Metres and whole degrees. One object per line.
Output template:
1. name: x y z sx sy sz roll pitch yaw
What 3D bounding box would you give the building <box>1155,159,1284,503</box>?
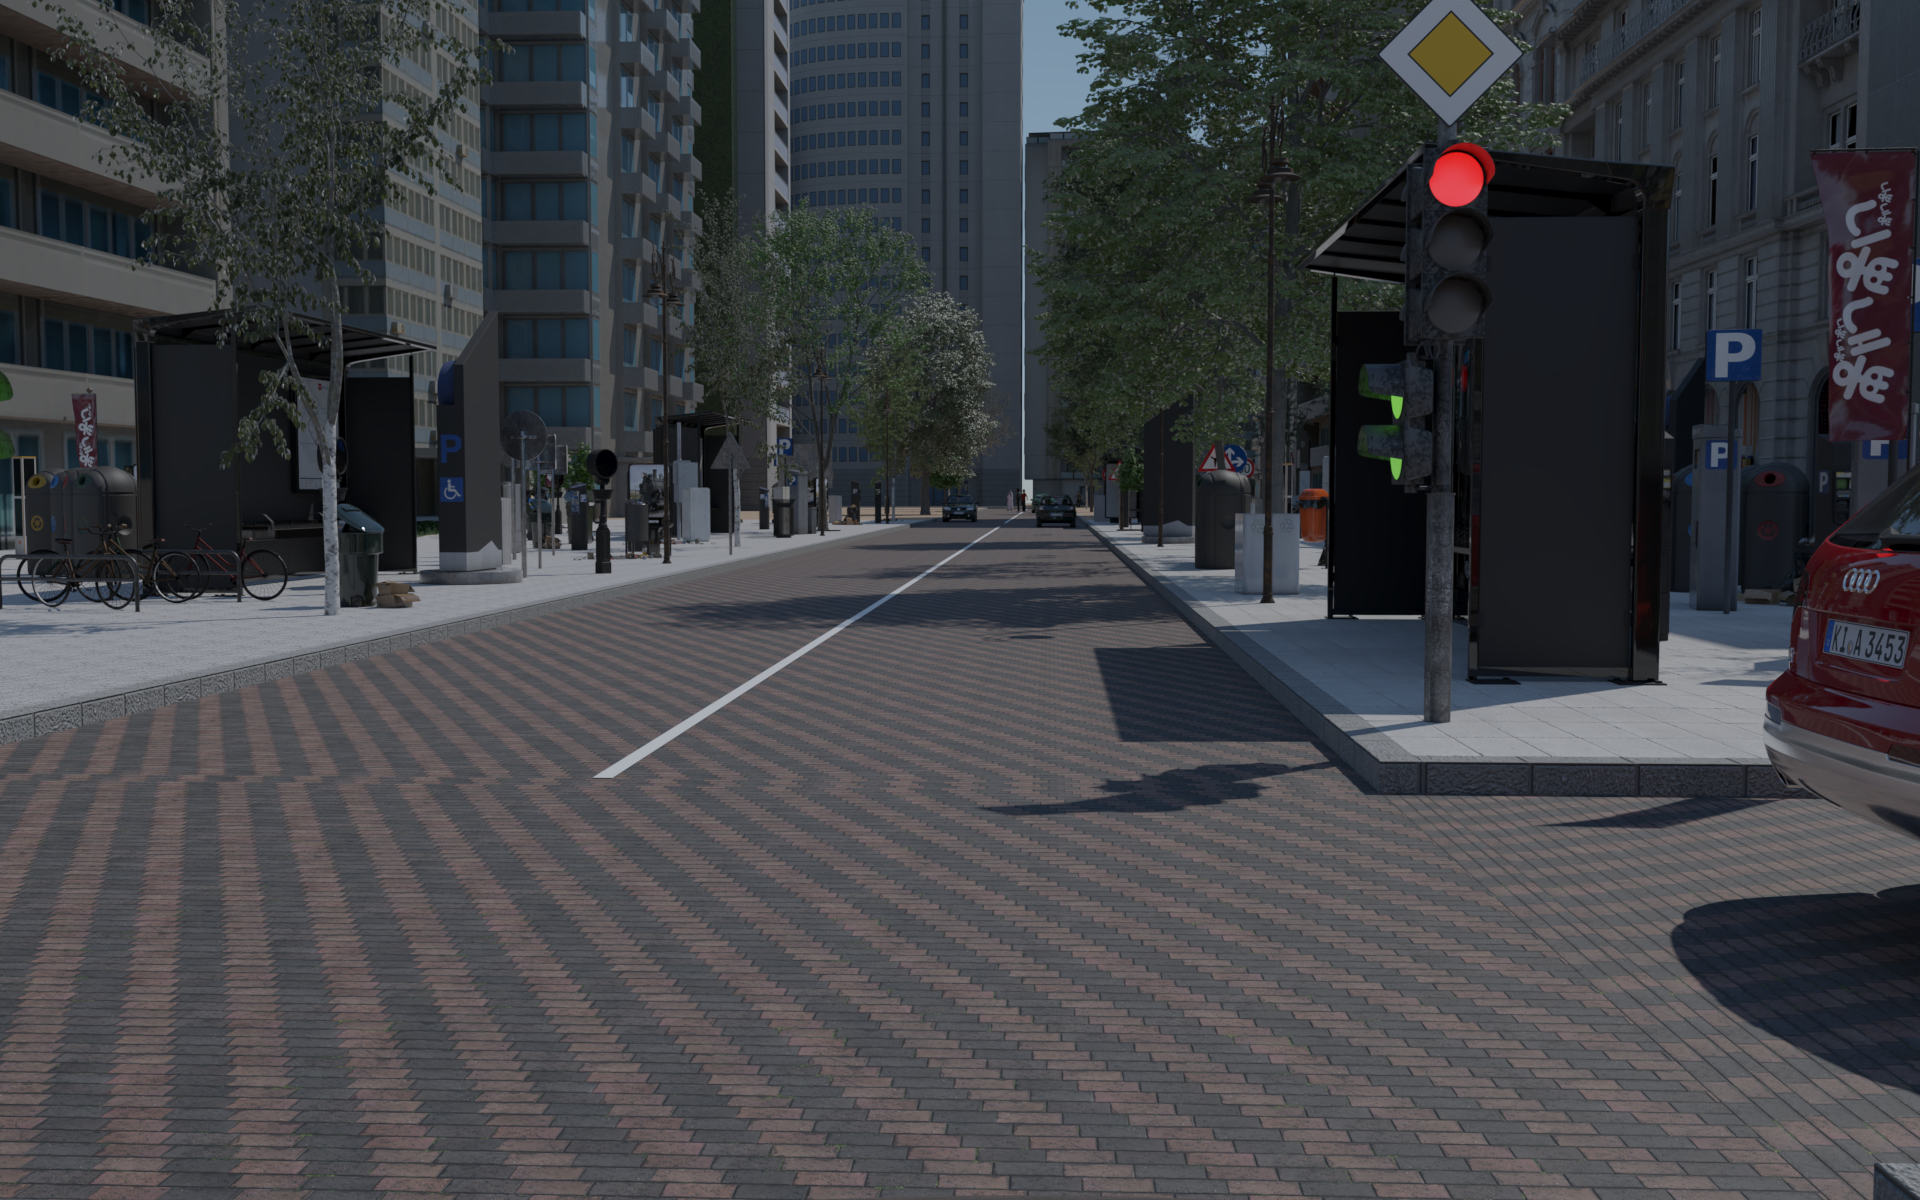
1. building: 33.433 -30.851 196.288 23.993 40.220 32.217 0 4 3

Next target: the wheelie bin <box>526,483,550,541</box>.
1. wheelie bin: -11.734 -2.458 48.094 0.693 1.594 0.980 -1 4 -13

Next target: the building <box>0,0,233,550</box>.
1. building: -31.607 -25.319 37.667 21.300 48.544 21.600 0 4 3

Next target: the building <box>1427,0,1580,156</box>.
1. building: 27.800 -17.378 71.517 14.401 28.519 23.554 0 4 3

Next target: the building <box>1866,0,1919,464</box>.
1. building: 33.358 -12.779 28.008 30.058 24.678 14.314 0 4 3

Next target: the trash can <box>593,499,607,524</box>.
1. trash can: -15.526 -3.854 74.661 0.748 1.137 0.748 0 3 0

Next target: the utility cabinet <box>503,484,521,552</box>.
1. utility cabinet: -9.866 -1.801 38.127 0.318 1.500 1.173 -1 4 -18

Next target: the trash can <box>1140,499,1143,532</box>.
1. trash can: 6.093 -2.673 55.363 0.748 1.137 0.748 0 3 0

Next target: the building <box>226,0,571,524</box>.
1. building: -33.290 -23.104 69.627 32.217 40.220 23.993 0 4 3

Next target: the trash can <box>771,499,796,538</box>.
1. trash can: -5.171 -2.392 50.762 0.748 1.137 0.748 0 3 0

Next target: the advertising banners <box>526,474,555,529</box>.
1. advertising banners: -15.557 -4.074 62.805 2.074 3.025 0.090 -1 4 -18

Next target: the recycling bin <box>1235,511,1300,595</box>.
1. recycling bin: 3.962 -0.600 22.369 0.722 1.027 0.722 0 4 0

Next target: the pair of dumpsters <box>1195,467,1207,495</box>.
1. pair of dumpsters: 8.633 -3.746 63.744 1.574 2.255 4.437 0 4 3

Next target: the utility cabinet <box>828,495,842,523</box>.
1. utility cabinet: -5.553 -4.036 77.151 0.306 1.237 1.020 -2 4 -23

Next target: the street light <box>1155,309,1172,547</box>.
1. street light: 4.855 -4.220 41.778 0.468 5.910 1.993 0 4 3

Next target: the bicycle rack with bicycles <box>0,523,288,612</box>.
1. bicycle rack with bicycles: -9.732 -0.407 20.034 2.925 0.926 2.852 1 4 14

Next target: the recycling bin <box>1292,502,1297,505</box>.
1. recycling bin: 10.345 -2.560 54.403 0.722 1.027 0.722 3 5 44

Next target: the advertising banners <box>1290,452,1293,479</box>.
1. advertising banners: 13.692 -4.663 72.432 0.090 3.025 2.074 0 4 -1

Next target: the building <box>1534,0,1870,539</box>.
1. building: 25.870 -12.613 48.028 13.314 21.916 24.055 0 4 3

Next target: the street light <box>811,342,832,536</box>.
1. street light: -4.218 -4.901 52.918 0.468 5.910 1.993 0 4 3

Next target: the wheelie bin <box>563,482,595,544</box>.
1. wheelie bin: -9.848 -2.255 44.776 0.693 1.594 0.980 0 4 2

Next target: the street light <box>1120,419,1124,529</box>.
1. street light: 5.914 -5.528 63.169 0.468 5.910 1.993 0 4 3

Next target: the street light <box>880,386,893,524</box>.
1. street light: -3.108 -6.195 74.077 0.468 5.910 1.993 0 4 3

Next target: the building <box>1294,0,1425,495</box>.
1. building: 32.420 -29.340 103.412 21.300 48.544 21.600 0 4 3

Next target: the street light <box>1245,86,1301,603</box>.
1. street light: 3.621 -2.901 20.218 0.468 5.910 1.993 0 4 3

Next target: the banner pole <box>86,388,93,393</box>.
1. banner pole: -20.450 -3.096 40.631 0.401 3.779 0.863 0 4 -8

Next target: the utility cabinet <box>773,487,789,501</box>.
1. utility cabinet: -5.403 -2.669 52.316 0.318 1.500 1.173 0 4 4

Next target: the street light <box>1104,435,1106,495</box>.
1. street light: 7.052 -6.822 84.327 0.468 5.910 1.993 0 4 3

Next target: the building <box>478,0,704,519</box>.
1. building: -27.806 -29.477 101.559 23.786 49.044 30.456 0 4 3

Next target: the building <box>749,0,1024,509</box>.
1. building: -7.106 -39.753 191.966 28.212 58.520 21.231 0 4 3

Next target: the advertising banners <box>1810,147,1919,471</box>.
1. advertising banners: 5.348 -0.770 8.771 2.074 3.025 0.090 0 4 7

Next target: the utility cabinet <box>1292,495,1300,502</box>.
1. utility cabinet: 15.236 -4.106 78.294 1.020 1.237 0.306 0 4 1

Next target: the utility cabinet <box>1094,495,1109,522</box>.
1. utility cabinet: 6.689 -4.211 80.009 1.020 1.237 0.306 2 4 35

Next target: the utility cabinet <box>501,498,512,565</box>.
1. utility cabinet: -8.660 -1.246 31.526 1.020 1.237 0.306 2 4 23

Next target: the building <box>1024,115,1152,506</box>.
1. building: 14.001 -30.928 189.270 14.086 41.232 14.154 0 4 3

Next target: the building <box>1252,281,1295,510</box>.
1. building: 37.670 -17.450 130.342 27.650 21.520 28.899 0 4 3

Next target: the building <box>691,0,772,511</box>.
1. building: -28.036 -36.400 137.133 28.212 58.520 21.231 0 4 3

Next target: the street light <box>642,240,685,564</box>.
1. street light: -5.406 -3.607 31.762 0.468 5.910 1.993 0 4 3

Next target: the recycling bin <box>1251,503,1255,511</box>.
1. recycling bin: 7.918 -2.256 49.433 0.722 1.027 0.722 -2 4 -29

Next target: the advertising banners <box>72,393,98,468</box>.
1. advertising banners: -14.495 -2.068 29.997 2.074 3.025 0.090 1 4 16
